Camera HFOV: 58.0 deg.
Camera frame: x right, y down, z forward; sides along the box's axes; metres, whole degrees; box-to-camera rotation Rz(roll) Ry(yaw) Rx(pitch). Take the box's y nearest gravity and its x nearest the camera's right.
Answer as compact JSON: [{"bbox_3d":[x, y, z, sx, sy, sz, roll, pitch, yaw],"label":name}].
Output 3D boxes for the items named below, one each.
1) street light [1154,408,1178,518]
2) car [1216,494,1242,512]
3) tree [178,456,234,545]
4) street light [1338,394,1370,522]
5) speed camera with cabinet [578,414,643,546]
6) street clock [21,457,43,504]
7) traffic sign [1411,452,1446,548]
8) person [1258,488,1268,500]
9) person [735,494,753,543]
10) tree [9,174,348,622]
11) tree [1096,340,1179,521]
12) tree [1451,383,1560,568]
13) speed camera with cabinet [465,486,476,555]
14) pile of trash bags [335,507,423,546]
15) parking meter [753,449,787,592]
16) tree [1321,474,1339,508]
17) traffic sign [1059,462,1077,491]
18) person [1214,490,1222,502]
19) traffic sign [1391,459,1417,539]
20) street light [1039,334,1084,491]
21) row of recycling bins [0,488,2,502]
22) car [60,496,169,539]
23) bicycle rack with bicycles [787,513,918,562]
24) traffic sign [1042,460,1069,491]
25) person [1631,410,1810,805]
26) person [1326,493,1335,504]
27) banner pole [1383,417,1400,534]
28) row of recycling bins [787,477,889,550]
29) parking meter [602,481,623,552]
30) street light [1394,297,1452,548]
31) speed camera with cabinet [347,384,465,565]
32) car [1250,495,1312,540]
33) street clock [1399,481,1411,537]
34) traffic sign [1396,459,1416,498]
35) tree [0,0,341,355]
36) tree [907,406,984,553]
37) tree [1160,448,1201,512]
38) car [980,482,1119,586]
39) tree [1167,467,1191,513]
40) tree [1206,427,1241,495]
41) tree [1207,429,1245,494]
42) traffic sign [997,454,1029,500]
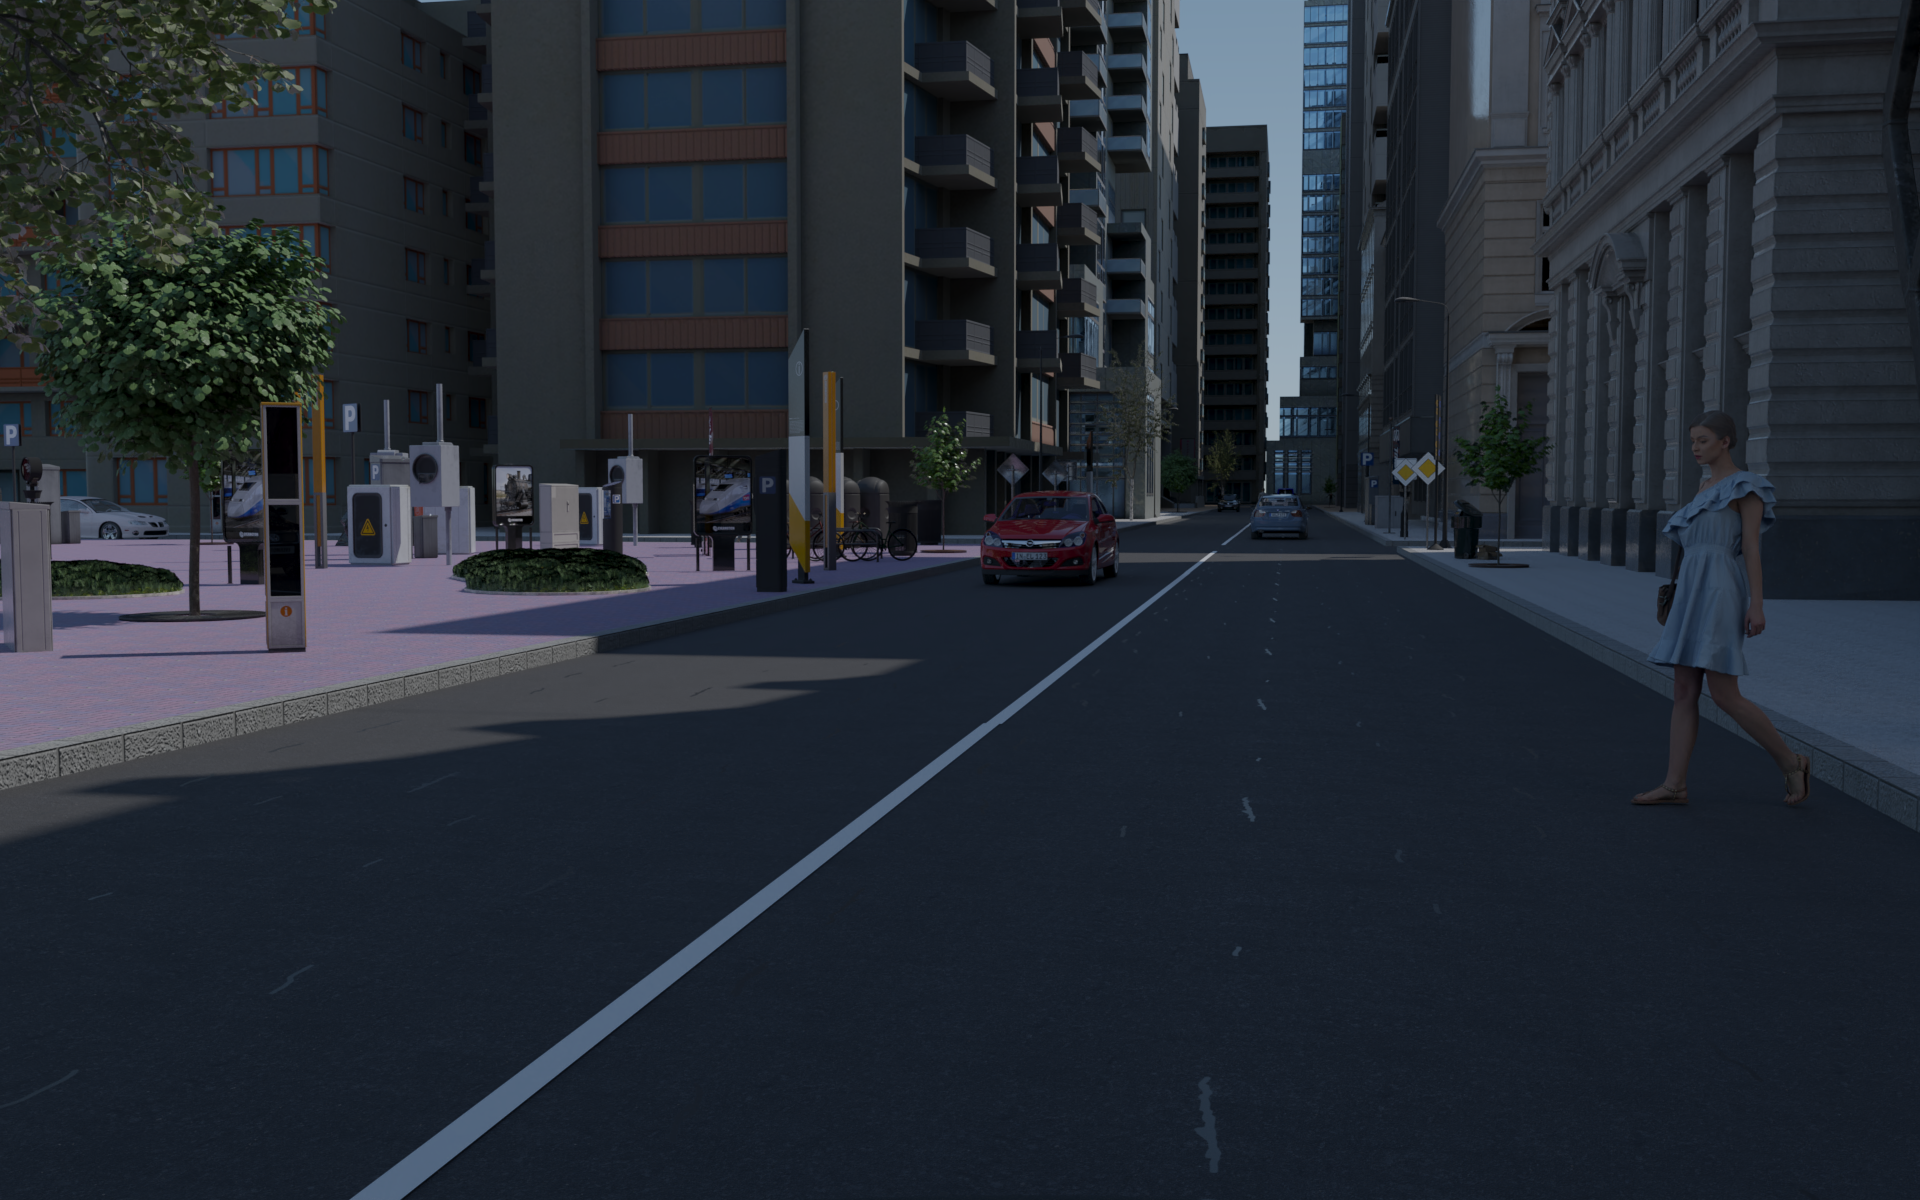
[{"bbox_3d":[11.046,-7.399,93.518,1.470,5.913,1.316,1,4,11],"label":"street light"},{"bbox_3d":[21.539,-7.884,138.688,2.009,1.686,4.222,1,4,10],"label":"car"},{"bbox_3d":[-18.879,-3.016,43.906,1.663,3.219,1.824,0,3,0],"label":"tree"},{"bbox_3d":[18.327,-6.577,80.068,1.470,5.913,1.316,1,4,11],"label":"street light"},{"bbox_3d":[-8.805,-2.988,43.190,2.038,3.252,0.660,3,4,38],"label":"speed camera with cabinet"},{"bbox_3d":[-18.203,-1.800,34.006,0.471,2.002,0.358,3,5,40],"label":"street clock"},{"bbox_3d":[11.069,-2.285,41.005,0.795,2.450,0.064,1,4,11],"label":"traffic sign"},{"bbox_3d":[17.422,-5.567,99.715,0.606,1.804,0.583,0,4,-7],"label":"person"},{"bbox_3d":[-6.031,-2.400,48.010,0.573,1.790,0.520,0,4,-4],"label":"person"},{"bbox_3d":[-7.977,-2.085,17.801,4.285,4.588,4.351,0,3,0],"label":"tree"},{"bbox_3d":[8.391,-8.152,83.650,4.360,8.622,3.978,0,3,0],"label":"tree"},{"bbox_3d":[9.367,-2.192,30.436,1.663,3.219,1.824,0,3,0],"label":"tree"},{"bbox_3d":[-11.384,-2.593,36.730,2.038,3.252,0.660,0,4,-6],"label":"speed camera with cabinet"},{"bbox_3d":[-13.815,-2.001,42.476,3.447,1.369,1.912,3,5,44],"label":"pile of trash bags"},{"bbox_3d":[-2.488,-1.040,22.709,0.399,1.863,0.255,1,4,15],"label":"parking meter"},{"bbox_3d":[34.681,-10.304,163.079,1.663,3.219,1.824,0,3,0],"label":"tree"},{"bbox_3d":[3.377,-3.202,54.474,0.606,2.300,0.079,1,4,17],"label":"traffic sign"},{"bbox_3d":[30.714,-12.054,205.218,1.348,1.869,0.705,2,4,33],"label":"person"},{"bbox_3d":[12.557,-2.765,48.851,0.795,2.450,0.064,1,4,11],"label":"traffic sign"},{"bbox_3d":[2.896,-4.769,50.514,1.470,5.913,1.316,1,4,11],"label":"street light"},{"bbox_3d":[-26.356,-2.267,44.181,3.534,1.692,1.069,-1,4,-12],"label":"row of recycling bins"},{"bbox_3d":[-25.853,-2.380,51.274,4.827,1.381,2.083,1,4,11],"label":"car"},{"bbox_3d":[-2.270,-1.218,33.299,2.925,0.926,2.852,0,4,1],"label":"bicycle rack with bicycles"},{"bbox_3d":[2.790,-2.879,50.717,0.795,2.450,0.064,1,4,11],"label":"traffic sign"},{"bbox_3d":[3.486,0.038,7.967,0.778,1.811,0.616,0,4,2],"label":"person"},{"bbox_3d":[43.154,-11.752,201.476,1.217,1.723,0.721,1,4,20],"label":"person"},{"bbox_3d":[14.044,-4.042,56.102,0.401,3.779,0.863,-1,4,-13],"label":"banner pole"},{"bbox_3d":[-3.179,-2.077,41.078,3.534,1.692,1.069,-3,4,-38],"label":"row of recycling bins"},{"bbox_3d":[-6.574,-1.490,32.770,0.372,1.533,0.369,0,3,0],"label":"parking meter"},{"bbox_3d":[10.955,-4.186,40.978,1.470,5.913,1.316,1,4,11],"label":"street light"},{"bbox_3d":[-10.057,-2.257,31.238,2.038,3.252,0.660,1,4,20],"label":"speed camera with cabinet"},{"bbox_3d":[10.343,-2.688,55.949,2.014,1.417,4.499,1,4,12],"label":"car"},{"bbox_3d":[13.207,-2.867,51.443,0.358,2.002,0.471,0,4,-8],"label":"street clock"},{"bbox_3d":[12.830,-2.921,49.884,0.606,2.300,0.079,1,4,11],"label":"traffic sign"},{"bbox_3d":[-7.170,-5.550,8.862,7.486,12.596,7.792,0,3,0],"label":"tree"},{"bbox_3d":[-0.245,-2.651,37.951,1.663,3.219,1.824,0,3,0],"label":"tree"},{"bbox_3d":[15.438,-8.543,123.385,4.285,4.588,4.351,0,3,0],"label":"tree"},{"bbox_3d":[1.537,-1.197,28.609,2.155,1.783,4.494,1,4,12],"label":"car"},{"bbox_3d":[15.350,-7.692,120.362,1.663,3.219,1.824,0,3,0],"label":"tree"},{"bbox_3d":[28.948,-14.723,191.075,4.737,8.622,4.395,0,3,0],"label":"tree"},{"bbox_3d":[30.289,-15.117,197.516,4.360,8.622,3.978,0,3,0],"label":"tree"},{"bbox_3d":[1.302,-2.399,42.871,0.795,2.450,0.064,1,4,11],"label":"traffic sign"}]
